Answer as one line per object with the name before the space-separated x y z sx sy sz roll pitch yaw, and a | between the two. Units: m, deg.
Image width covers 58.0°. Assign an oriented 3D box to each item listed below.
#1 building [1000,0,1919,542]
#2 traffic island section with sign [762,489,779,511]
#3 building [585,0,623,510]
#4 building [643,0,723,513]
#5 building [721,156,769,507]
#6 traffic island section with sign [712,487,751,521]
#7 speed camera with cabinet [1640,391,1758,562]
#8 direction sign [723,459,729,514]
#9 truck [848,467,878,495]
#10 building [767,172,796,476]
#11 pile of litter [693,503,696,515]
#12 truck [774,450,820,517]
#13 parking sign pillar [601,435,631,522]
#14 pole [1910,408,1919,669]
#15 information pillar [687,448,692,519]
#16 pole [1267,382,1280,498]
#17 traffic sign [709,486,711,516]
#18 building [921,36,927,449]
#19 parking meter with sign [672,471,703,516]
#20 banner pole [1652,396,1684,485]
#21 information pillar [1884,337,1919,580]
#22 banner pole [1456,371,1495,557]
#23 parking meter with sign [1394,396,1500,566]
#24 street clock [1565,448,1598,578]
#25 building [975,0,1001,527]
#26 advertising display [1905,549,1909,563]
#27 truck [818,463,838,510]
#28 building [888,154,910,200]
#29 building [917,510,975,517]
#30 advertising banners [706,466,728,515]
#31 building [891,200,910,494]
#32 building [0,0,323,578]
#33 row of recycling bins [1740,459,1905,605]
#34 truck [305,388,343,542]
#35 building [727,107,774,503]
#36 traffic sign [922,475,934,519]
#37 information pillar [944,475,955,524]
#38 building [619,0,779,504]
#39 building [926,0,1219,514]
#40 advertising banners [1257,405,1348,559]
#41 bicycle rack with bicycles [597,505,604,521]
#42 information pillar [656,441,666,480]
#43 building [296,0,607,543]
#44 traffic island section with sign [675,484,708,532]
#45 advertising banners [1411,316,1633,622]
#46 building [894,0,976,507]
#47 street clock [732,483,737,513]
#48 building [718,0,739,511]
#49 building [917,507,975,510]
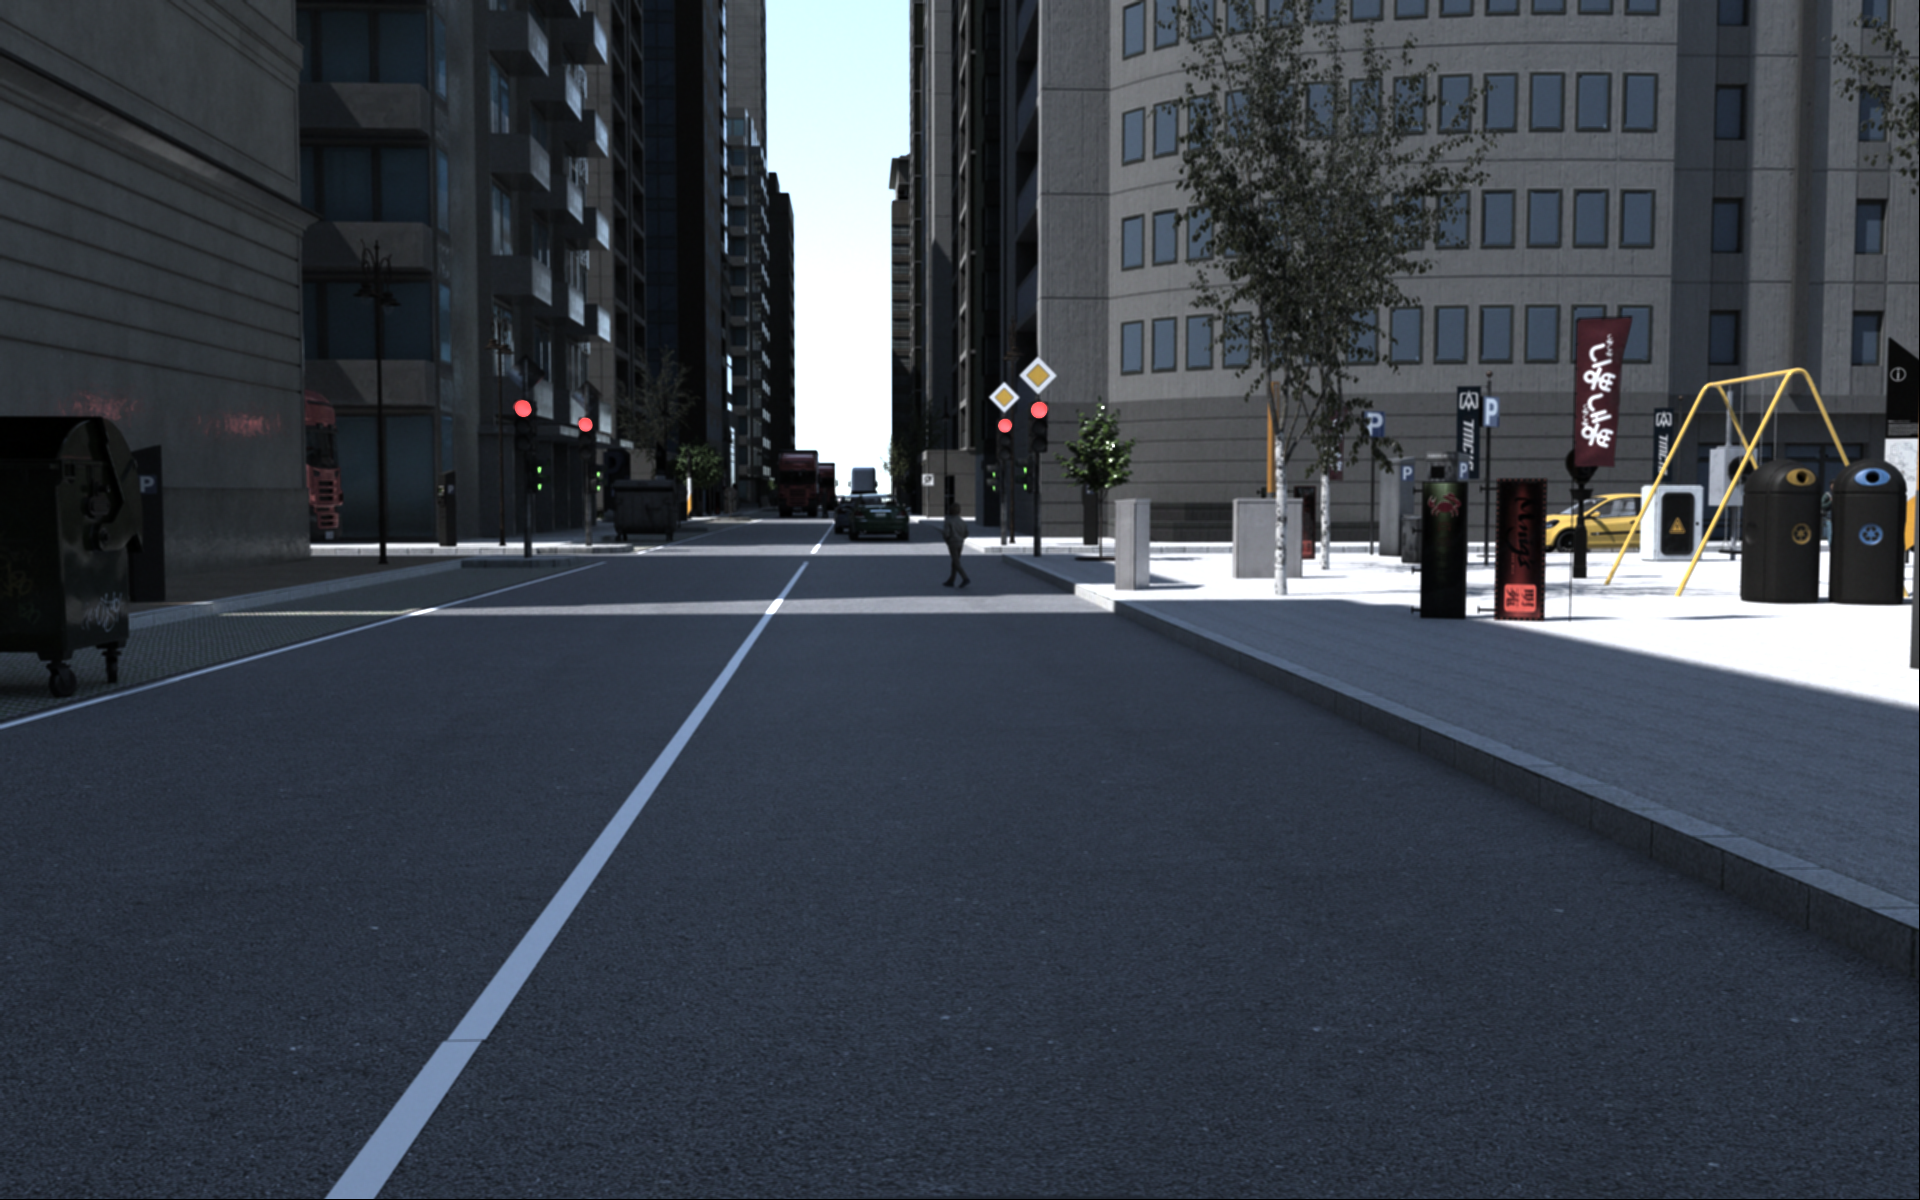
building | 16.062 -31.345 54.487 28.212 58.520 21.231 0 4 -3
traffic island section with sign | -15.255 -8.202 142.722 1.989 1.847 2.006 0 4 -3
building | -27.341 -40.592 101.932 20.563 71.187 20.611 0 4 -3
building | -24.591 -28.961 123.622 14.600 45.320 14.200 0 4 -3
building | -35.796 -29.446 173.325 32.217 40.220 23.993 0 4 -3
traffic island section with sign | -12.227 -5.137 92.612 1.989 1.847 2.006 0 4 -3
speed camera with cabinet | 14.141 -2.373 33.133 2.038 3.252 0.660 0 4 -6
direction sign | -15.124 -7.330 111.845 0.379 3.537 0.876 -1 4 -15
truck | -9.046 -10.756 165.623 2.967 4.110 18.799 0 4 -5
building | -36.080 -39.079 262.645 21.300 48.544 21.600 0 4 -3
pile of litter | -16.098 -5.515 104.136 1.719 0.858 1.176 -1 4 -12
truck | -10.416 -7.532 112.055 2.839 4.237 11.283 0 4 -4
parking sign pillar | -15.607 -5.523 78.778 1.447 3.967 1.447 2 4 32
pole | 7.093 -1.147 12.603 0.158 3.312 0.155 0 3 0
information pillar | -13.731 -5.906 87.923 0.183 3.616 0.504 -2 4 -30
pole | 5.698 -2.306 31.546 0.158 3.312 0.155 0 3 0
traffic sign | -14.287 -6.045 98.941 0.768 2.556 0.104 0 4 4
building | 3.460 -31.491 164.988 14.600 45.320 14.200 0 4 -3
parking meter with sign | -15.716 -6.333 99.799 1.738 3.016 0.543 0 4 -8
banner pole | 18.115 -3.315 44.222 0.863 3.779 0.401 1 4 21
information pillar | 14.036 -2.108 25.823 0.504 3.616 0.183 1 4 22
banner pole | 10.541 -2.774 35.377 0.863 3.779 0.401 1 4 13
parking meter with sign | 8.888 -2.161 31.586 0.543 3.016 1.738 -3 5 -42
street clock | 9.458 -1.334 26.381 0.471 2.002 0.358 1 4 14
building | 7.530 -18.538 74.799 14.160 30.474 14.107 0 4 -3
advertising display | 17.876 -1.624 31.773 0.974 1.923 0.123 3 4 38
truck | -12.524 -10.234 156.244 2.839 4.237 11.283 0 4 -5
building | 3.744 -41.285 264.251 28.713 52.752 27.495 0 4 -3
building | 8.064 -40.409 98.947 20.563 71.187 20.611 0 4 -3
advertising banners | -15.214 -6.864 108.407 0.090 3.025 2.074 2 4 33
building | -2.653 -34.225 243.168 14.154 41.232 14.086 0 4 -3
building | -26.395 -11.718 24.878 30.059 22.955 16.112 0 4 -3
row of recycling bins | 11.008 -0.795 20.104 3.534 1.692 1.069 2 4 24
truck | -18.748 -2.981 37.648 11.283 4.237 2.839 0 4 -2
building | -35.365 -36.478 216.025 23.786 49.044 30.456 0 4 -3
traffic sign | -1.640 -5.305 88.868 0.606 2.300 0.079 0 3 0
information pillar | -0.408 -3.875 67.854 0.304 2.012 0.304 -2 4 -31
building | -35.003 -49.092 240.903 20.563 71.187 20.611 0 4 -3
building | 7.706 -36.788 143.490 21.231 58.520 28.212 0 4 -3
advertising banners | 6.740 -2.311 33.965 2.074 3.025 0.090 -1 4 -22
bicycle rack with bicycles | -18.038 -4.300 83.685 2.925 0.926 2.852 3 5 45
information pillar | -13.292 -5.230 76.863 0.183 3.616 0.504 3 5 42
building | -23.957 -26.714 56.377 23.786 49.044 30.456 0 4 -3
traffic island section with sign | -10.575 -3.473 65.418 1.989 1.847 2.006 0 4 -3
advertising banners | 5.644 -1.302 17.484 2.074 3.025 0.090 2 4 24
building | 1.761 -48.130 225.173 20.563 71.187 20.611 0 4 -3
street clock | -15.278 -6.909 117.527 0.358 2.002 0.471 -1 4 -20
building | -29.683 -50.894 144.785 22.319 86.520 31.000 0 4 -3
building | 4.616 -45.519 182.487 20.563 71.187 20.611 0 4 -3
